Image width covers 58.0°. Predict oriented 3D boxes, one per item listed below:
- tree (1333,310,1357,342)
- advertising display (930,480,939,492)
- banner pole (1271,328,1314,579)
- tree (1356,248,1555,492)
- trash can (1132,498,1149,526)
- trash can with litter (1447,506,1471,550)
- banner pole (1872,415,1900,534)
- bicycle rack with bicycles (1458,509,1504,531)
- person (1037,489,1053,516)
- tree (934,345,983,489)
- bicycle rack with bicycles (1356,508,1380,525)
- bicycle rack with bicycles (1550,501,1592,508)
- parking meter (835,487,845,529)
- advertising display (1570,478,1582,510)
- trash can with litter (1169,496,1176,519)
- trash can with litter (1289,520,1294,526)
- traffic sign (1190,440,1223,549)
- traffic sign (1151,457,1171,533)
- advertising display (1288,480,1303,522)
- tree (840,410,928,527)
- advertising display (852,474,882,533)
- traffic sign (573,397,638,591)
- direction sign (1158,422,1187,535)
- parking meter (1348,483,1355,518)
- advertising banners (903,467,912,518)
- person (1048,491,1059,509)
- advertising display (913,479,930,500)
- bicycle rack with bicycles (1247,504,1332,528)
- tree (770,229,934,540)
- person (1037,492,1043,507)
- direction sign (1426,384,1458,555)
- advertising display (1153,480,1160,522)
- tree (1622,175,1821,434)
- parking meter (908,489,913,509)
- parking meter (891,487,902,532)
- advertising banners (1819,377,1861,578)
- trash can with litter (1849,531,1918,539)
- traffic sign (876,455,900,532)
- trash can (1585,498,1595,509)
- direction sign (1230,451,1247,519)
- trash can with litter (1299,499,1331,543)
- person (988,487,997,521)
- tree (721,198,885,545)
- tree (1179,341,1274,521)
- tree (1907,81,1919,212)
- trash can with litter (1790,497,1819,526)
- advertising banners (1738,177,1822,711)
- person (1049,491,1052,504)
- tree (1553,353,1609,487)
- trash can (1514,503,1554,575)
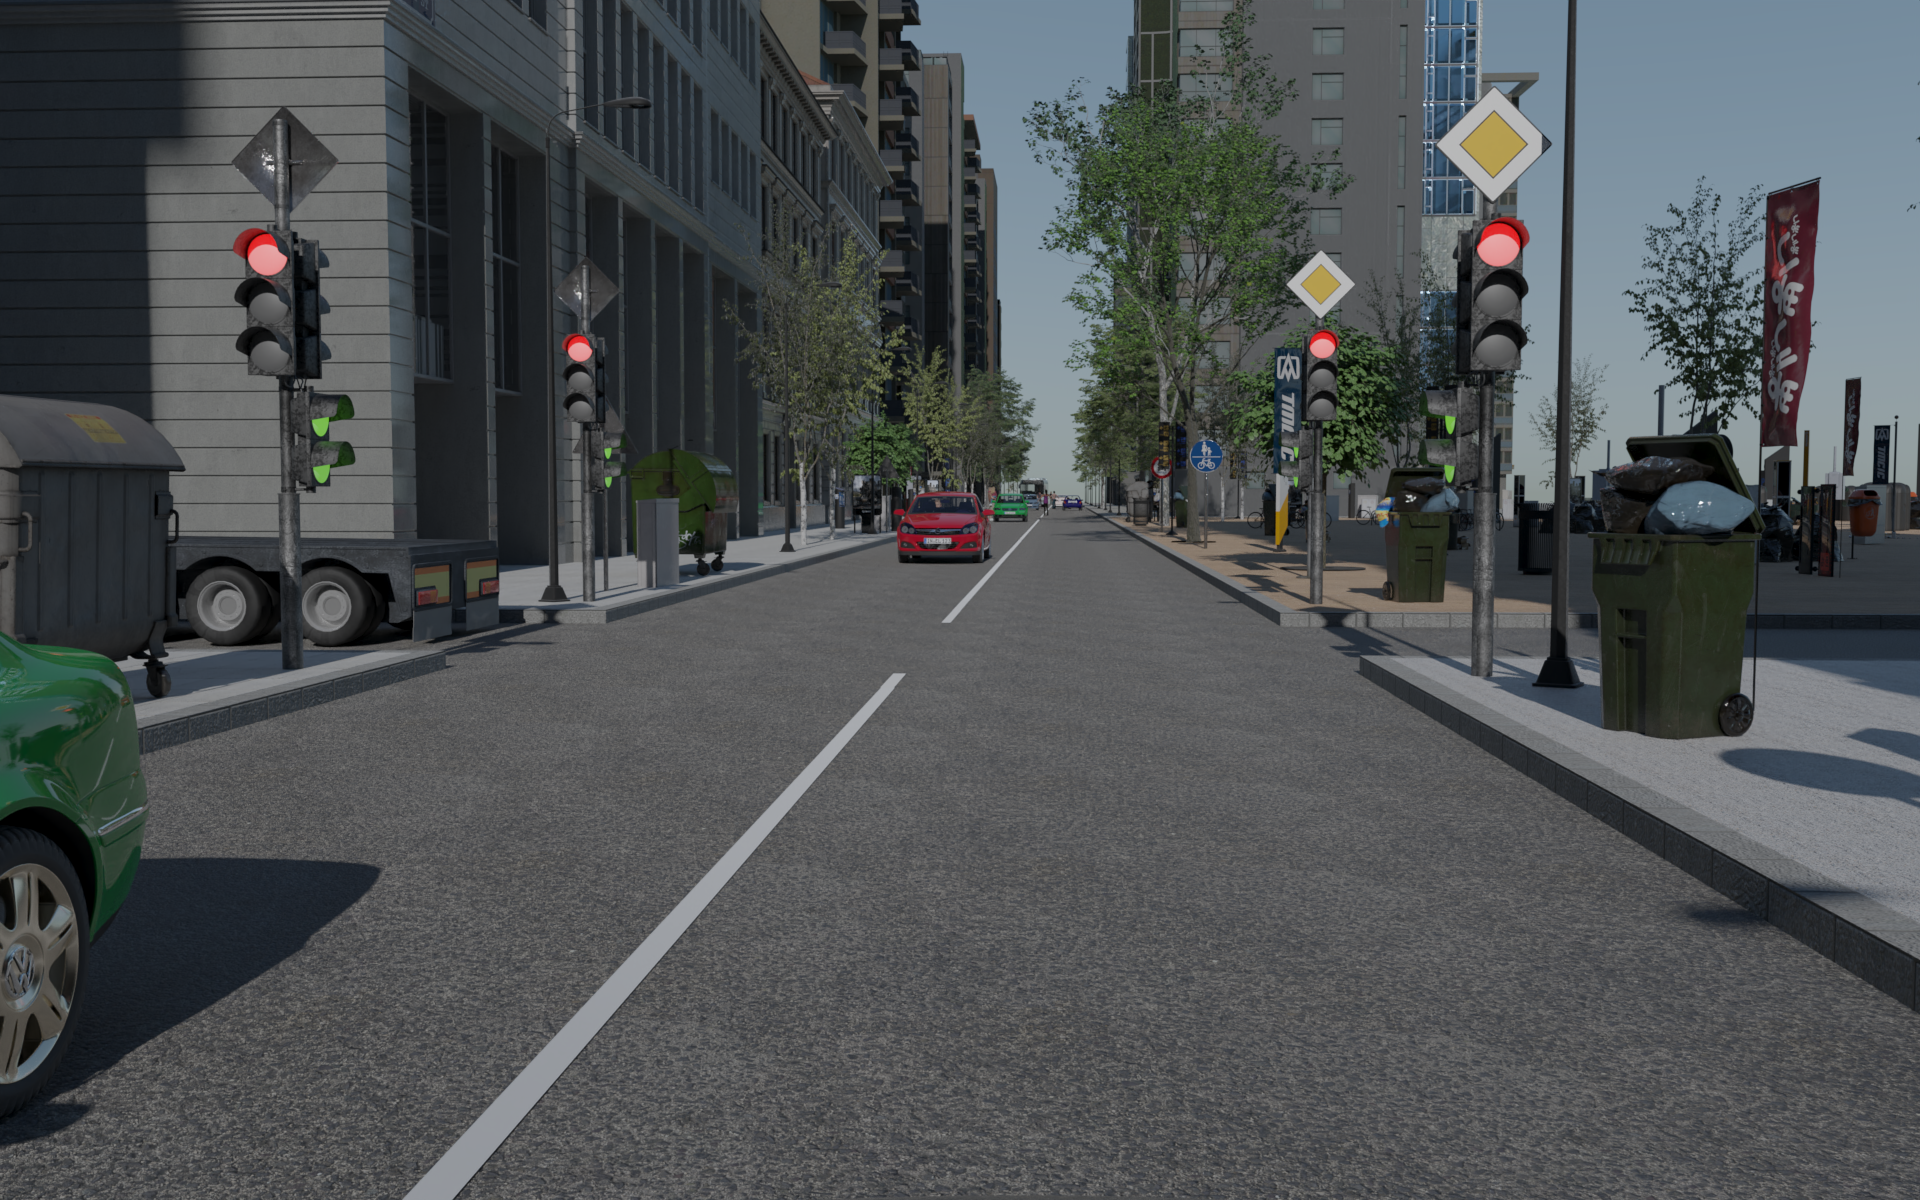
[{"bbox_3d":[14.003,-6.433,55.534,4.360,8.622,3.978,0,3,0],"label":"tree"},{"bbox_3d":[-1.416,-4.403,77.199,0.974,1.923,0.123,1,4,9],"label":"advertising display"},{"bbox_3d":[5.100,-2.213,26.203,0.863,3.779,0.401,-1,4,-16],"label":"banner pole"},{"bbox_3d":[14.224,-6.076,49.707,4.360,8.622,3.978,0,3,0],"label":"tree"},{"bbox_3d":[7.270,-3.546,69.635,0.748,1.137,0.748,0,3,0],"label":"trash can"},{"bbox_3d":[11.294,-1.743,39.882,0.624,1.170,1.055,3,5,44],"label":"trash can with litter"},{"bbox_3d":[29.510,-3.984,55.162,0.863,3.779,0.401,3,4,36],"label":"banner pole"},{"bbox_3d":[17.863,-2.897,60.747,2.925,0.926,2.852,-1,4,-22],"label":"bicycle rack with bicycles"},{"bbox_3d":[5.690,-6.502,115.495,1.217,1.739,0.721,-2,4,-30],"label":"person"},{"bbox_3d":[-1.208,-8.222,84.789,4.737,8.622,4.395,0,3,0],"label":"tree"},{"bbox_3d":[17.843,-3.557,71.543,2.925,0.926,2.852,1,4,20],"label":"bicycle rack with bicycles"},{"bbox_3d":[30.882,-4.522,87.316,2.852,0.926,2.925,2,4,30],"label":"bicycle rack with bicycles"},{"bbox_3d":[-4.448,-3.405,64.088,0.372,1.533,0.369,0,3,0],"label":"parking meter"},{"bbox_3d":[24.069,-3.860,68.325,0.974,1.923,0.123,-1,4,-18],"label":"advertising display"},{"bbox_3d":[10.912,-4.860,90.511,1.678,1.210,2.233,-2,4,-29],"label":"trash can with litter"},{"bbox_3d":[13.136,-3.593,70.125,0.624,1.170,1.055,-2,4,-31],"label":"trash can with litter"},{"bbox_3d":[5.771,-2.477,40.601,0.768,2.556,0.104,1,4,12],"label":"traffic sign"},{"bbox_3d":[6.726,-3.520,57.651,0.768,2.556,0.104,1,4,13],"label":"traffic sign"},{"bbox_3d":[15.479,-4.616,80.685,0.974,1.923,0.123,1,4,22],"label":"advertising display"},{"bbox_3d":[-2.969,-5.115,67.340,4.285,4.588,4.351,0,3,0],"label":"tree"},{"bbox_3d":[-3.039,-3.152,56.742,0.974,1.923,0.123,0,4,8],"label":"advertising display"},{"bbox_3d":[-4.681,-1.397,22.841,0.884,2.594,0.081,0,4,6],"label":"traffic sign"},{"bbox_3d":[6.656,-3.809,54.281,0.876,3.537,0.379,1,4,11],"label":"direction sign"},{"bbox_3d":[20.703,-5.250,91.549,0.255,1.863,0.399,-1,4,-9],"label":"parking meter"},{"bbox_3d":[-2.837,-5.968,93.770,0.090,3.025,2.074,-1,4,-13],"label":"advertising banners"},{"bbox_3d":[8.916,-9.522,164.897,1.217,1.736,0.721,-2,4,-26],"label":"person"},{"bbox_3d":[-1.751,-4.342,76.210,0.123,1.923,0.974,-3,4,-37],"label":"advertising display"},{"bbox_3d":[12.519,-3.158,65.020,2.925,0.926,2.852,2,4,26],"label":"bicycle rack with bicycles"},{"bbox_3d":[-3.577,-6.027,48.903,4.737,8.622,4.395,0,3,0],"label":"tree"},{"bbox_3d":[7.755,-9.658,167.872,0.593,1.643,0.415,-3,5,-40],"label":"person"},{"bbox_3d":[10.053,-2.705,36.227,0.379,3.537,0.876,-2,4,-28],"label":"direction sign"},{"bbox_3d":[9.207,-4.551,79.629,0.123,1.923,0.974,-2,4,-30],"label":"advertising display"},{"bbox_3d":[17.819,-5.542,40.966,4.737,8.622,4.395,0,3,0],"label":"tree"},{"bbox_3d":[-2.356,-4.646,84.380,0.372,1.533,0.369,0,3,0],"label":"parking meter"},{"bbox_3d":[-2.167,-3.109,59.236,0.372,1.533,0.369,0,3,0],"label":"parking meter"},{"bbox_3d":[13.486,-1.879,26.912,0.090,3.025,2.074,0,4,4],"label":"advertising banners"},{"bbox_3d":[26.972,-2.428,50.748,1.678,1.210,2.233,1,4,17],"label":"trash can with litter"},{"bbox_3d":[-2.450,-3.539,57.861,0.884,2.594,0.081,1,4,10],"label":"traffic sign"},{"bbox_3d":[25.538,-3.603,70.558,0.748,1.137,0.748,0,3,0],"label":"trash can"},{"bbox_3d":[14.565,-6.033,90.642,0.876,3.537,0.379,1,4,11],"label":"direction sign"},{"bbox_3d":[9.360,-2.089,45.543,0.624,1.170,1.055,2,4,30],"label":"trash can with litter"},{"bbox_3d":[1.725,-5.222,93.855,0.580,1.828,0.573,2,4,31],"label":"person"},{"bbox_3d":[-3.905,-5.679,43.210,4.360,8.622,3.978,0,3,0],"label":"tree"},{"bbox_3d":[12.287,-7.981,80.855,4.360,8.622,3.978,0,3,0],"label":"tree"},{"bbox_3d":[17.501,-4.763,28.245,4.737,8.622,4.395,0,3,0],"label":"tree"},{"bbox_3d":[34.730,-3.673,71.433,1.055,1.170,0.624,2,4,26],"label":"trash can with litter"},{"bbox_3d":[4.641,-0.885,10.665,0.090,3.025,2.074,0,4,-5],"label":"advertising banners"},{"bbox_3d":[12.687,-14.211,240.859,1.348,1.822,0.705,-2,4,-35],"label":"person"},{"bbox_3d":[32.215,-8.614,91.208,4.360,8.622,3.978,0,3,0],"label":"tree"},{"bbox_3d":[9.197,-0.972,27.541,0.748,1.137,0.748,0,3,0],"label":"trash can"}]
